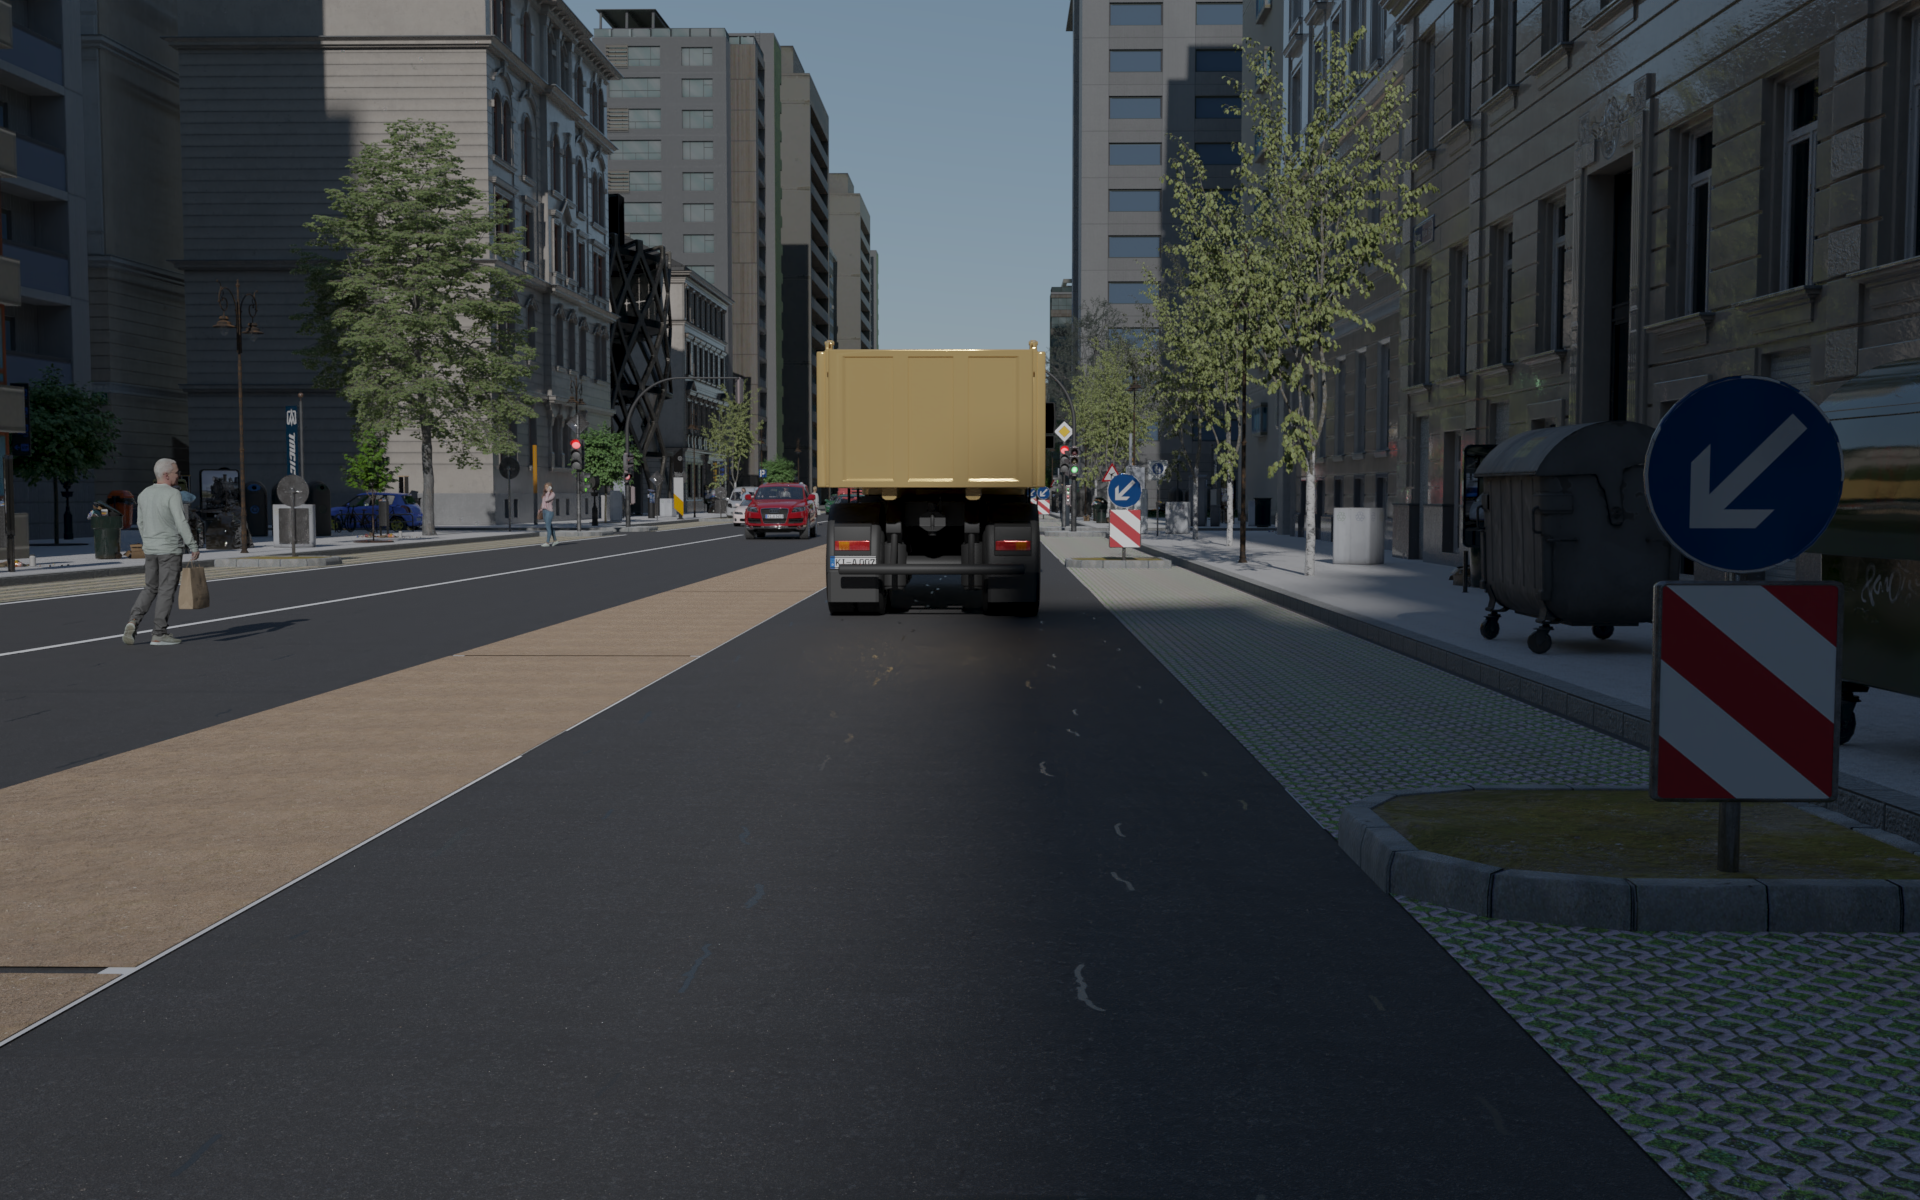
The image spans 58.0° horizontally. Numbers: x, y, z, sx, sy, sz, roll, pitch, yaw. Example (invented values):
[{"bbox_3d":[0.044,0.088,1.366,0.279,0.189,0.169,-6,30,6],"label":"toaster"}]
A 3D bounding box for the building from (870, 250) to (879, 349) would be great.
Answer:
[{"bbox_3d":[-20.693,-36.624,282.388,14.154,41.232,14.086,0,4,1],"label":"building"}]

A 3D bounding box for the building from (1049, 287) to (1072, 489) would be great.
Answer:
[{"bbox_3d":[19.408,-28.703,241.002,14.160,30.474,14.107,0,4,1],"label":"building"}]

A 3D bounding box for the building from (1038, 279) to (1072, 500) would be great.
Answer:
[{"bbox_3d":[29.081,-36.522,289.007,32.217,40.220,23.993,0,4,1],"label":"building"}]

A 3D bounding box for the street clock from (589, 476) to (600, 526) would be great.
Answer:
[{"bbox_3d":[-14.696,-3.982,69.669,0.358,2.002,0.471,-3,5,-45],"label":"street clock"}]

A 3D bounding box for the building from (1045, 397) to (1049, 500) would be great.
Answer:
[{"bbox_3d":[26.968,-25.539,262.594,27.650,21.520,28.899,0,4,1],"label":"building"}]

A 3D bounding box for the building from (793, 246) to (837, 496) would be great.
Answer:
[{"bbox_3d":[-30.459,-33.620,241.565,32.217,40.220,23.993,0,4,1],"label":"building"}]

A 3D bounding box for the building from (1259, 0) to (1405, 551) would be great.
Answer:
[{"bbox_3d":[16.134,-15.836,44.821,13.634,28.700,20.117,0,4,1],"label":"building"}]

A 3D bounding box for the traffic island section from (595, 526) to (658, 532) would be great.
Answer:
[{"bbox_3d":[-12.936,-2.762,67.437,2.009,0.180,2.903,0,4,1],"label":"traffic island section"}]

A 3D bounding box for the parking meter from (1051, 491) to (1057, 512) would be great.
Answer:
[{"bbox_3d":[6.687,-7.020,123.194,0.372,1.533,0.369,0,3,0],"label":"parking meter"}]

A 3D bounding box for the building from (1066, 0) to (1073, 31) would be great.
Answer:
[{"bbox_3d":[25.157,-35.450,168.841,28.713,52.752,27.495,0,4,1],"label":"building"}]

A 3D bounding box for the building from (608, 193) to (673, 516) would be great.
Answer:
[{"bbox_3d":[-25.742,-14.353,102.128,16.820,18.784,16.811,0,4,1],"label":"building"}]

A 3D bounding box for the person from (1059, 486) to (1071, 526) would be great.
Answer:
[{"bbox_3d":[4.259,-3.731,69.924,0.576,1.772,0.534,-1,4,-18],"label":"person"}]

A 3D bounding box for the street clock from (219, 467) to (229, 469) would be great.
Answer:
[{"bbox_3d":[-19.749,-2.568,46.549,0.471,2.002,0.358,-1,4,-22],"label":"street clock"}]

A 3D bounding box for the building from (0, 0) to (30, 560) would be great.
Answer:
[{"bbox_3d":[-32.694,-10.689,19.798,27.650,21.520,28.899,0,4,1],"label":"building"}]

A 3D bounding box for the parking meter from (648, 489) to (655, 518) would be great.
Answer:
[{"bbox_3d":[-16.268,-5.069,91.288,0.372,1.533,0.369,0,3,0],"label":"parking meter"}]

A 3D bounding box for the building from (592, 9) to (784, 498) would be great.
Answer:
[{"bbox_3d":[-23.118,-28.482,149.276,14.154,41.232,14.086,0,4,1],"label":"building"}]

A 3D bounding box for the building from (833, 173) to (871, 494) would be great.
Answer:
[{"bbox_3d":[-24.998,-39.164,264.026,21.300,48.544,21.600,0,4,1],"label":"building"}]

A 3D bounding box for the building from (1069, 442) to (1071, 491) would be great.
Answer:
[{"bbox_3d":[24.467,-54.126,197.629,22.319,86.520,31.000,0,4,1],"label":"building"}]

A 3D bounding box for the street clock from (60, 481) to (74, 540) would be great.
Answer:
[{"bbox_3d":[-25.094,-2.699,48.697,0.471,2.002,0.358,3,4,38],"label":"street clock"}]

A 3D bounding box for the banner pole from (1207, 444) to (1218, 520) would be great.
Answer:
[{"bbox_3d":[12.654,-5.889,86.297,0.401,3.779,0.863,-1,4,-18],"label":"banner pole"}]

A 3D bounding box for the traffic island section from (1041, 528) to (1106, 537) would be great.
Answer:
[{"bbox_3d":[3.894,-2.253,59.115,2.009,0.180,2.903,0,4,1],"label":"traffic island section"}]

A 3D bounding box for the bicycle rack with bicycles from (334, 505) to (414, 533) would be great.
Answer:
[{"bbox_3d":[-19.963,-2.753,58.389,2.852,0.926,2.925,2,4,24],"label":"bicycle rack with bicycles"}]

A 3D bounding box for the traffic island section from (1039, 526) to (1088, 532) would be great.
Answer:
[{"bbox_3d":[4.052,-2.741,67.099,2.009,0.180,2.903,0,4,1],"label":"traffic island section"}]

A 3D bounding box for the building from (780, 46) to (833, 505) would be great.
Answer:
[{"bbox_3d":[-26.083,-34.765,192.107,21.300,48.544,21.600,0,4,1],"label":"building"}]

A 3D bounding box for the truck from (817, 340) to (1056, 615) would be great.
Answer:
[{"bbox_3d":[-0.257,-1.722,24.078,3.469,3.379,9.791,0,4,1],"label":"truck"}]

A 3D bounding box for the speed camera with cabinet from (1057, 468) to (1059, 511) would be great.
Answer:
[{"bbox_3d":[7.319,-8.549,134.110,0.660,3.252,2.038,0,4,-7],"label":"speed camera with cabinet"}]

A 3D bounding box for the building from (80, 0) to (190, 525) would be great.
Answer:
[{"bbox_3d":[-44.173,-17.771,76.464,20.117,28.700,13.634,0,4,1],"label":"building"}]

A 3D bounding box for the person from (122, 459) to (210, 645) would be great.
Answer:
[{"bbox_3d":[-7.505,-0.452,16.379,0.782,1.767,0.515,2,4,24],"label":"person"}]

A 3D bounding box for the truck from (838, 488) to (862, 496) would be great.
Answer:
[{"bbox_3d":[-4.978,-6.305,91.993,2.839,4.237,11.283,0,3,0],"label":"truck"}]

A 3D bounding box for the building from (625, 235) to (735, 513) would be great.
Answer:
[{"bbox_3d":[-23.038,-15.997,126.172,10.561,19.102,19.286,0,4,1],"label":"building"}]

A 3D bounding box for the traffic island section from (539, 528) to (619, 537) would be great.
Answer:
[{"bbox_3d":[-13.094,-2.274,59.453,2.009,0.180,2.903,0,4,1],"label":"traffic island section"}]

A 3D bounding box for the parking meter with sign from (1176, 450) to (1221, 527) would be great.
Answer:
[{"bbox_3d":[9.417,-4.414,68.438,1.738,3.016,0.543,1,4,18],"label":"parking meter with sign"}]

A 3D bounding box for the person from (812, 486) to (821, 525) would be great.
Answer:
[{"bbox_3d":[-6.673,-4.300,79.165,0.624,1.780,0.694,-2,4,-29],"label":"person"}]

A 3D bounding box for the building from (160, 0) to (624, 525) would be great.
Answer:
[{"bbox_3d":[-25.047,-17.983,81.413,14.401,28.519,23.554,0,4,1],"label":"building"}]

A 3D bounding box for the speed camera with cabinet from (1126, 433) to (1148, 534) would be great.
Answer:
[{"bbox_3d":[5.723,-3.765,55.899,0.660,3.252,2.038,0,4,3],"label":"speed camera with cabinet"}]

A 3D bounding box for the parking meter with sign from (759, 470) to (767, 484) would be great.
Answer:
[{"bbox_3d":[-13.765,-7.795,123.709,0.543,3.016,1.738,1,4,15],"label":"parking meter with sign"}]

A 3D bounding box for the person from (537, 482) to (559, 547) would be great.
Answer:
[{"bbox_3d":[-11.255,-2.350,47.519,0.643,1.750,0.593,-3,5,-41],"label":"person"}]

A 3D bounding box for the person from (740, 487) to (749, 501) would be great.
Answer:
[{"bbox_3d":[-11.594,-5.213,93.991,0.793,1.790,0.793,0,4,-4],"label":"person"}]

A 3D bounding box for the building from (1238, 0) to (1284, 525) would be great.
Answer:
[{"bbox_3d":[23.775,-27.743,77.305,21.600,48.544,21.300,0,4,1],"label":"building"}]

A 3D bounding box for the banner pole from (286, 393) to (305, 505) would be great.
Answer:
[{"bbox_3d":[-16.502,-3.246,43.090,0.863,3.779,0.401,2,4,34],"label":"banner pole"}]

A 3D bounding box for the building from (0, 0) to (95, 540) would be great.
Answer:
[{"bbox_3d":[-39.895,-30.810,45.741,28.212,58.520,21.231,0,4,1],"label":"building"}]

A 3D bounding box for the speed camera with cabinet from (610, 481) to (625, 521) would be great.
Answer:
[{"bbox_3d":[-16.269,-5.392,82.497,0.660,3.252,2.038,0,4,-4],"label":"speed camera with cabinet"}]

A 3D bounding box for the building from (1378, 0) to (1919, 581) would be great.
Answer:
[{"bbox_3d":[14.210,-13.762,22.275,12.463,27.353,25.104,0,4,1],"label":"building"}]

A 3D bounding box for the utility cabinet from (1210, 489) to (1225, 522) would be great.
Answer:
[{"bbox_3d":[11.529,-4.210,77.513,0.318,1.500,1.173,2,4,28],"label":"utility cabinet"}]

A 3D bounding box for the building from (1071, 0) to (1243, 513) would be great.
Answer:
[{"bbox_3d":[18.738,-35.768,126.813,21.231,58.520,28.212,0,4,1],"label":"building"}]
